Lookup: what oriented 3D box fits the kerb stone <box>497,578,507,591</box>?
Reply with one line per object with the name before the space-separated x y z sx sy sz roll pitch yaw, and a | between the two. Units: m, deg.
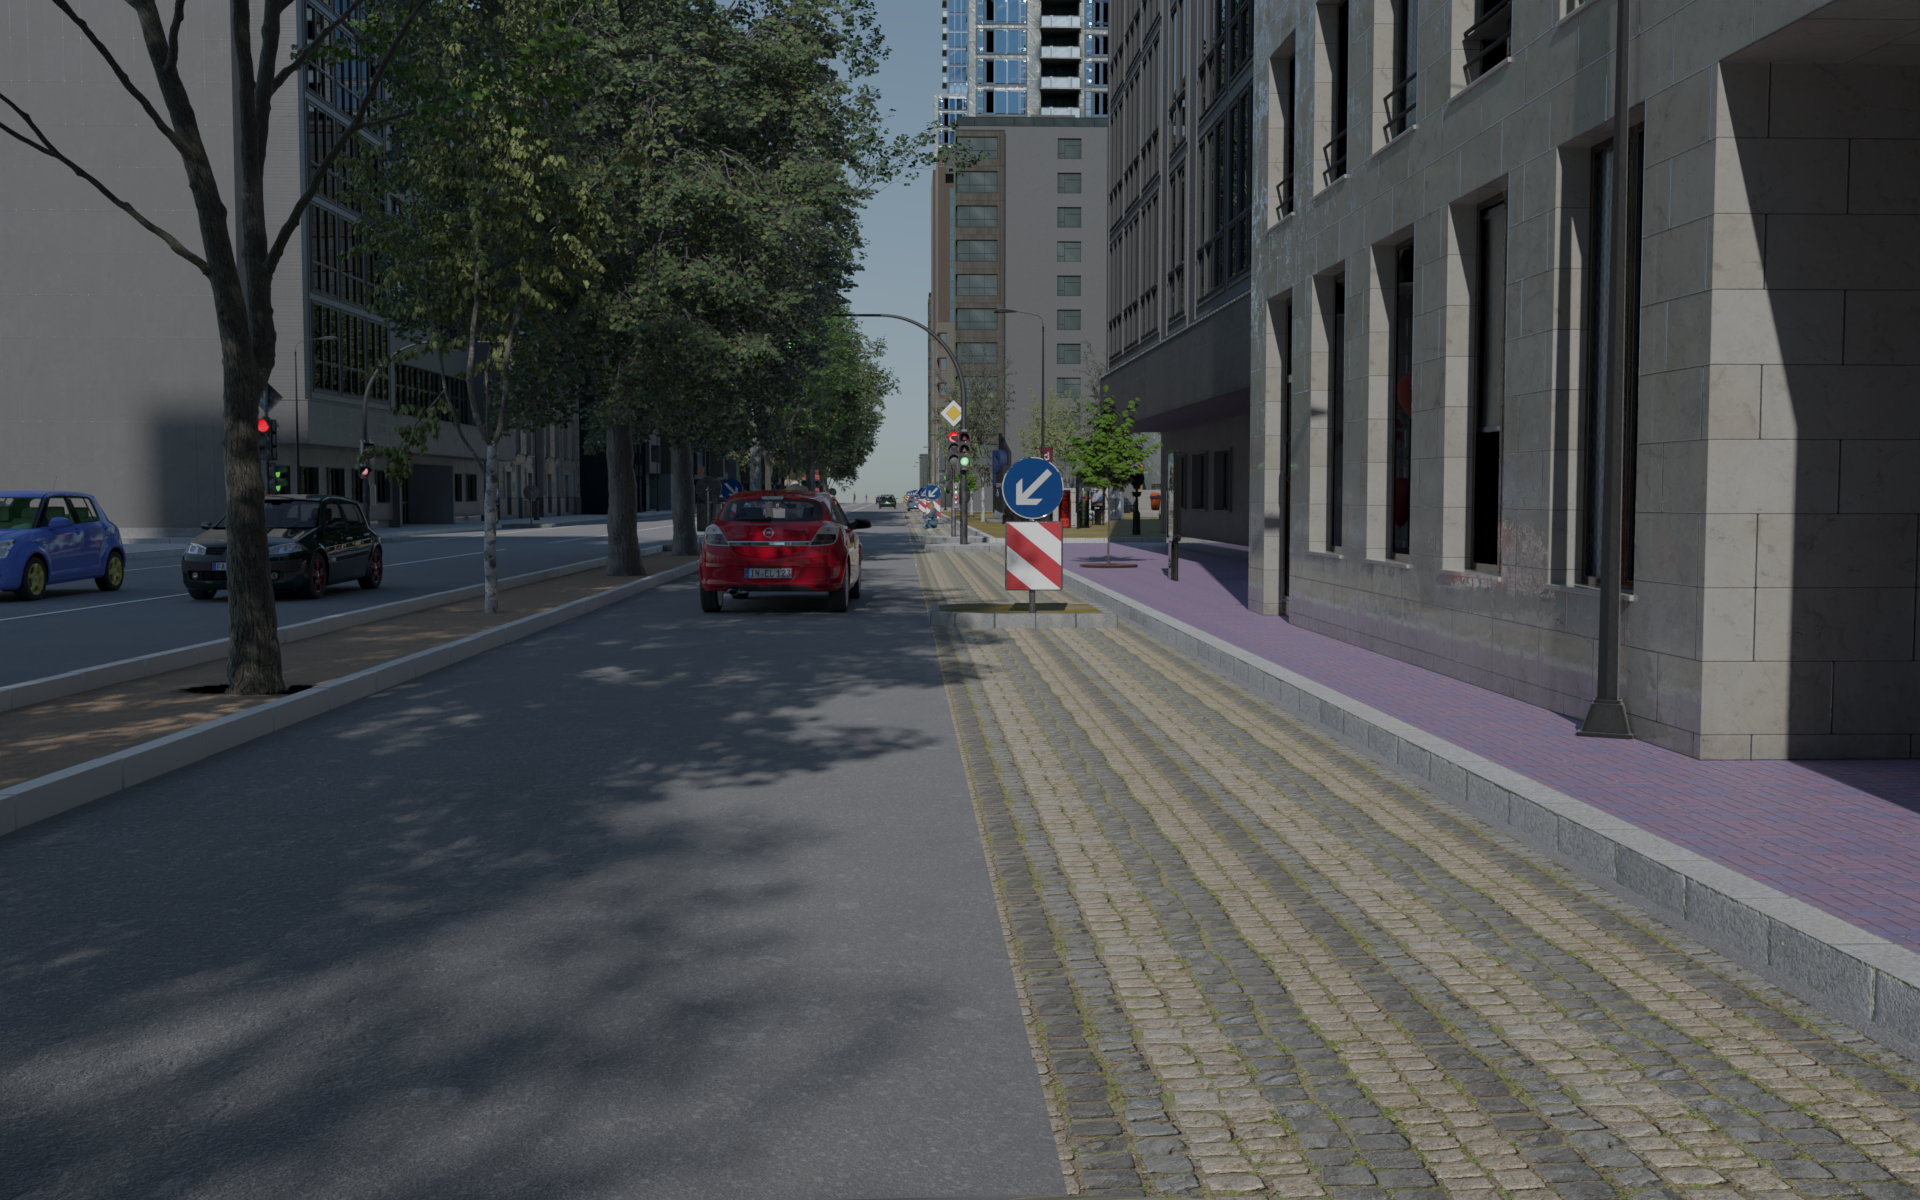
kerb stone | -6.821 -0.189 25.278 0.120 0.150 1.000 0 4 -2

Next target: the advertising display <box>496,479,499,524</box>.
advertising display | -19.798 -4.190 73.716 0.123 1.923 0.974 0 4 -1

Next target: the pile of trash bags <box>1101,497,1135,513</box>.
pile of trash bags | 9.638 -6.513 116.236 3.447 1.369 1.912 -1 4 -10

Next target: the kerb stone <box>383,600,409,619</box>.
kerb stone | -6.646 0.125 20.163 0.120 0.150 1.000 0 4 -2

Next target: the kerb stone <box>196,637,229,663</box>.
kerb stone | -6.465 0.437 15.044 0.120 0.150 1.000 0 4 -2

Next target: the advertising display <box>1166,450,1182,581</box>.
advertising display | 3.193 -1.264 25.888 0.123 1.923 0.974 0 4 1

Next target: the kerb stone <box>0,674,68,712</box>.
kerb stone | -6.352 0.632 11.960 0.120 0.150 1.000 0 4 -2

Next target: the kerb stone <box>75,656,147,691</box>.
kerb stone | -6.396 0.565 12.989 0.120 0.150 1.000 0 4 -2

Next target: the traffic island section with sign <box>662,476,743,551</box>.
traffic island section with sign | -6.454 -2.194 44.013 2.006 1.907 1.989 0 4 -2

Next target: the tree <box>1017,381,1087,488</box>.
tree | 5.484 -10.012 114.052 4.737 8.622 4.395 0 3 0

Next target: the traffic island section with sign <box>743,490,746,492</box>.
traffic island section with sign | -22.107 -10.378 178.312 1.989 1.847 2.006 0 4 -2

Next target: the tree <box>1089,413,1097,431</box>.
tree | 7.670 -10.395 120.328 4.737 8.622 4.395 0 3 0

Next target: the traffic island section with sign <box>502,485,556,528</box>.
traffic island section with sign | -18.407 -4.006 74.124 1.989 1.847 2.006 0 4 -2

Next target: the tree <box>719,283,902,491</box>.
tree | -7.803 -10.404 89.563 9.611 12.733 9.660 0 3 0

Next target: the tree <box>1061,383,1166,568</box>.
tree | 2.565 -2.194 30.476 1.663 3.219 1.824 0 3 0

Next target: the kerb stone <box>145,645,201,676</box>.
kerb stone | -6.427 0.500 14.023 0.120 0.150 1.000 0 4 -2

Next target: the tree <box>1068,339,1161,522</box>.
tree | 6.758 -7.833 78.436 4.360 8.622 3.978 0 3 0

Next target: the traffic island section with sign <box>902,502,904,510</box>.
traffic island section with sign | -2.226 -5.628 100.641 1.989 1.847 2.006 0 4 -2

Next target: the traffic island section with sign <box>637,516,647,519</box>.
traffic island section with sign | -19.371 -5.662 101.205 1.989 1.847 2.006 0 4 -2

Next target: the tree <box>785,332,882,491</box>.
tree | -8.294 -10.863 98.188 7.486 12.596 7.792 0 3 0

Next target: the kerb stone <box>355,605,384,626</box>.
kerb stone | -6.608 0.188 19.141 0.120 0.150 1.000 0 4 -2

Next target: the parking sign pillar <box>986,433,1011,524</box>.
parking sign pillar | 1.844 -5.350 75.946 1.447 3.967 1.447 -1 4 -18

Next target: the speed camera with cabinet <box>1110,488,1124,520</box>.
speed camera with cabinet | 7.763 -5.648 86.682 0.660 3.252 2.038 1 4 15

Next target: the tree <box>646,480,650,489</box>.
tree | -23.298 -7.947 124.537 1.663 3.219 1.824 0 3 0

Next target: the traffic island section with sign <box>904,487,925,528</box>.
traffic island section with sign | -1.268 -3.980 73.703 1.989 1.847 2.006 0 4 -2

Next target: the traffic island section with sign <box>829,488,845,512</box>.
traffic island section with sign | -9.374 -7.240 126.507 2.006 1.907 1.989 0 4 -2

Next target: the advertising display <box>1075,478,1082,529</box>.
advertising display | 4.393 -3.594 63.982 0.123 1.923 0.974 1 4 12

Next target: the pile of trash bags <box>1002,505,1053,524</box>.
pile of trash bags | 3.536 -3.901 73.539 3.447 1.369 1.912 0 4 -6

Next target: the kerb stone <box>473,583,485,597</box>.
kerb stone | -6.791 -0.123 24.256 0.120 0.150 1.000 0 4 -2

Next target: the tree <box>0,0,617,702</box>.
tree | -5.177 -5.138 12.226 9.928 11.665 9.643 0 3 0

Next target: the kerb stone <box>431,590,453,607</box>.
kerb stone | -6.718 0.000 22.206 0.120 0.150 1.000 0 4 -2

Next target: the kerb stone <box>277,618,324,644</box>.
kerb stone | -6.528 0.318 17.094 0.120 0.150 1.000 0 4 -2

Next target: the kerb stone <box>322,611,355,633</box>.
kerb stone | -6.571 0.249 18.120 0.120 0.150 1.000 0 4 -2

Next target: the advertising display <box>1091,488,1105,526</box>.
advertising display | 5.656 -4.025 71.021 0.123 1.923 0.974 -2 4 -26

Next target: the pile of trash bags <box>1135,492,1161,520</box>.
pile of trash bags | 10.934 -4.810 88.389 3.447 1.369 1.912 -3 5 -42

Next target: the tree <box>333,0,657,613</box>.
tree | -5.664 -4.154 20.738 4.737 8.622 4.395 0 3 0

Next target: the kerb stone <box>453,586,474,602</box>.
kerb stone | -6.744 -0.061 23.235 0.120 0.150 1.000 0 4 -2

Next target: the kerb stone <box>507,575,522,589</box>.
kerb stone | -6.866 -0.251 26.300 0.120 0.150 1.000 0 4 -2

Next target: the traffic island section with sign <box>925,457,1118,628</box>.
traffic island section with sign | 0.650 -0.653 19.304 1.989 1.847 2.006 0 4 -2

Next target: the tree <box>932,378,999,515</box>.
tree | 0.496 -9.620 107.651 4.737 8.622 4.395 0 3 0

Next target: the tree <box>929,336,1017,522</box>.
tree | 0.859 -7.915 79.773 4.360 8.622 3.978 0 3 0

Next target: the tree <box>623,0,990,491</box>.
tree | -5.721 -12.197 57.767 12.611 20.169 13.585 0 3 0

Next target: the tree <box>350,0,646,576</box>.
tree | -5.847 -7.382 29.808 9.857 13.997 8.962 0 3 0

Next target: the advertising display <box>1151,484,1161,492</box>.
advertising display | 12.623 -6.476 111.092 0.123 1.923 0.974 -2 4 -32

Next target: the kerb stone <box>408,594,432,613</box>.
kerb stone | -6.683 0.067 21.185 0.120 0.150 1.000 0 4 -2

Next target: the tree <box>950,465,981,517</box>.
tree | 0.116 -6.417 99.525 1.663 3.219 1.824 0 3 0

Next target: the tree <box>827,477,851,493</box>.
tree | -9.507 -10.539 125.128 4.360 8.622 3.978 0 3 0
